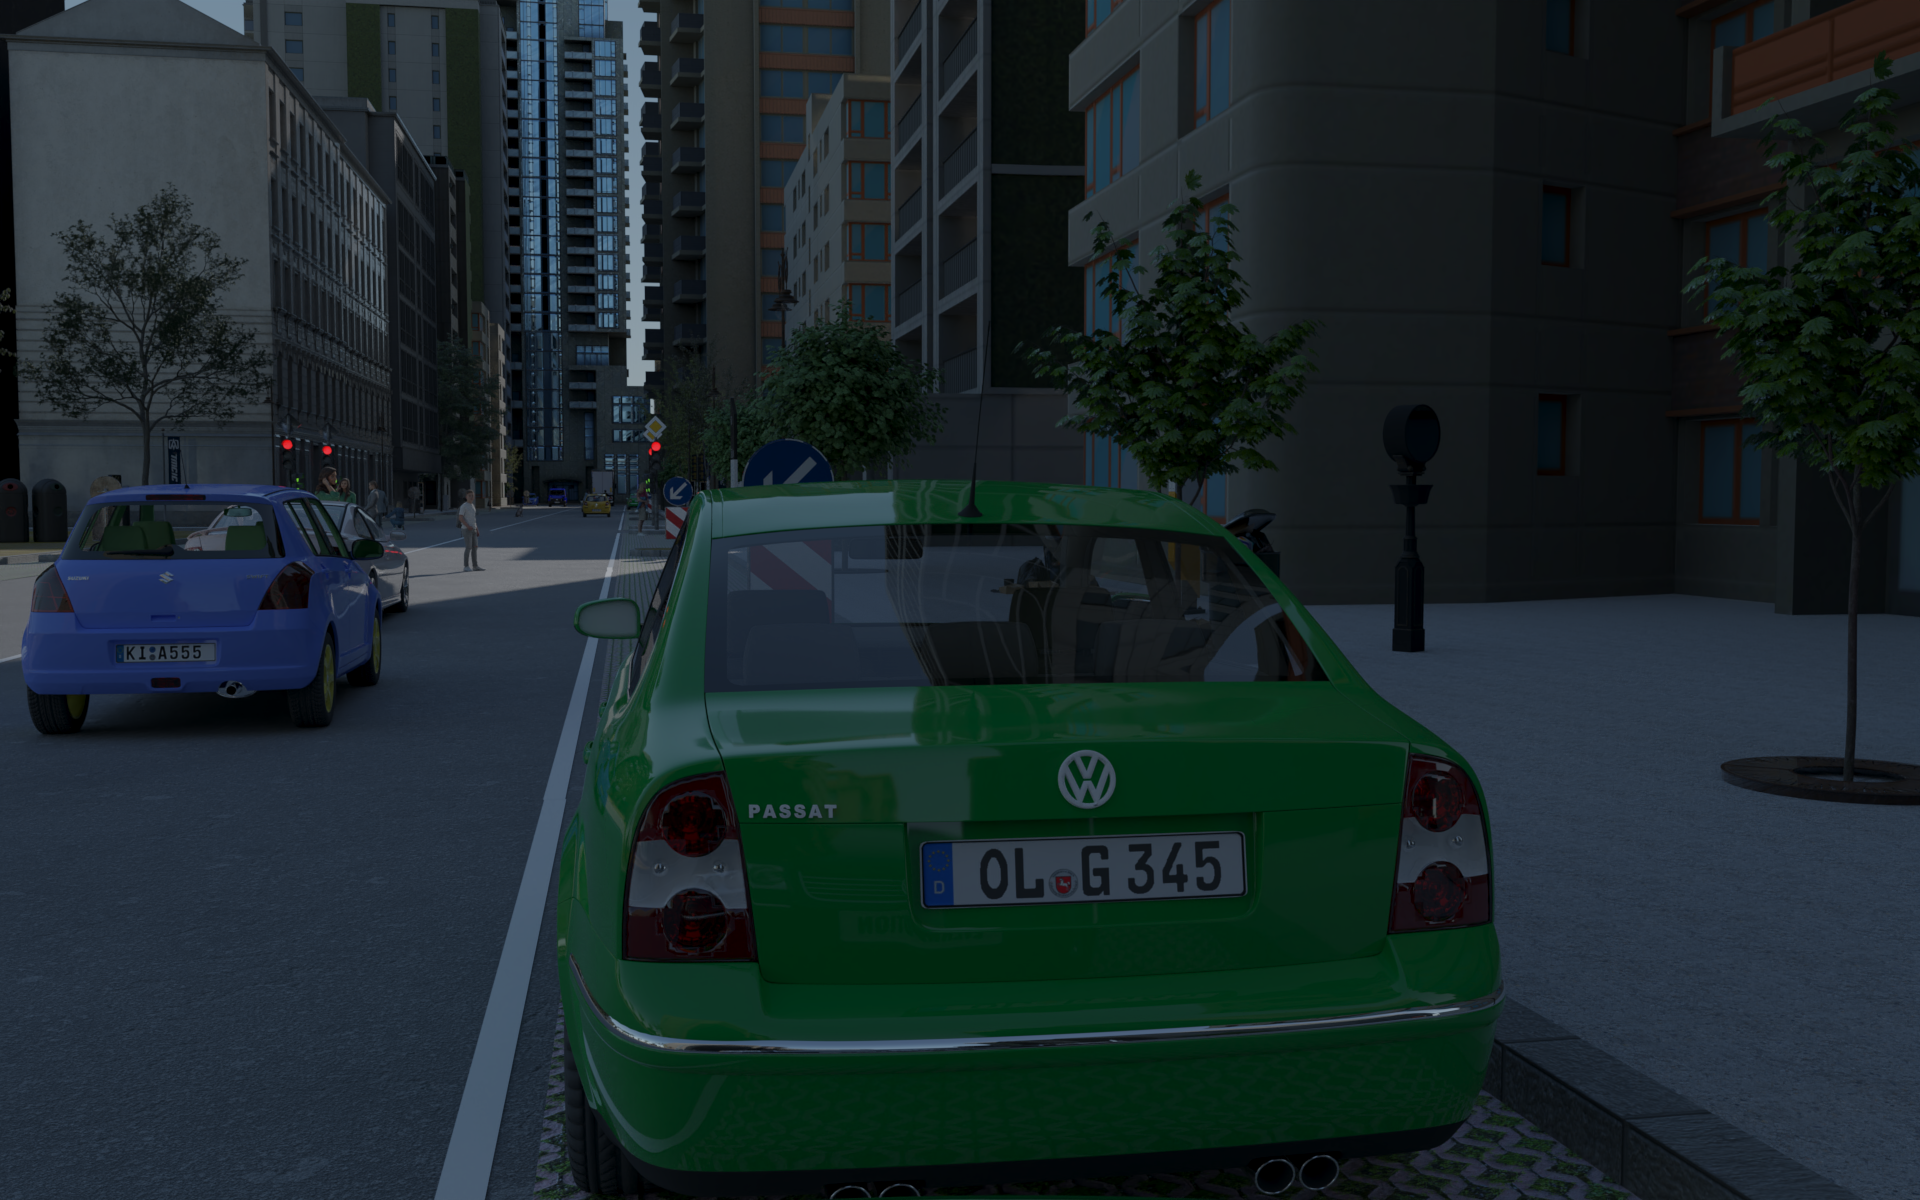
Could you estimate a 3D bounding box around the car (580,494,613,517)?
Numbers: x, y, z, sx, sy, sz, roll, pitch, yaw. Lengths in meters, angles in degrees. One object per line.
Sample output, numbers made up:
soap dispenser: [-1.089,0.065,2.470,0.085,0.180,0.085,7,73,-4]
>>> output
car: [-22.706,-5.995,108.239,2.015,1.641,3.980,-1,4,-12]

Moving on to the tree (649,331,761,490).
tree: [-11.134,-7.799,77.870,4.360,8.622,3.978,0,3,0]

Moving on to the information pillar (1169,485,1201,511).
information pillar: [2.402,-1.654,18.403,0.183,3.616,0.504,3,5,43]

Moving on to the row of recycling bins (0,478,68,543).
row of recycling bins: [-25.485,-2.352,45.571,3.534,1.692,1.069,-2,4,-35]

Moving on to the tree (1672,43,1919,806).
tree: [4.046,-0.788,7.491,1.663,3.219,1.824,0,3,0]

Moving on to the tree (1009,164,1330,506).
tree: [1.408,-0.954,10.206,1.663,3.219,1.824,0,3,0]

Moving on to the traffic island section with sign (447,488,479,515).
traffic island section with sign: [-34.172,-6.760,119.151,1.989,1.847,2.006,-1,4,-11]

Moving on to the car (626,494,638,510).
car: [-29.379,-9.102,157.605,1.959,1.807,4.718,-1,4,-12]

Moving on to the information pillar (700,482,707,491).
information pillar: [-15.148,-5.980,102.266,0.304,2.012,0.304,1,4,10]

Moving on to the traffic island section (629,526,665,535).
traffic island section: [-10.868,-2.442,62.201,2.009,0.180,2.903,-1,4,-11]

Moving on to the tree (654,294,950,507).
tree: [-1.974,-2.734,28.413,4.285,4.588,4.351,0,3,0]

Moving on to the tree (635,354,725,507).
tree: [-14.457,-8.558,90.283,4.737,8.622,4.395,0,3,0]

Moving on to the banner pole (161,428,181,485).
banner pole: [-30.012,-4.637,65.833,0.401,3.779,0.863,3,5,44]

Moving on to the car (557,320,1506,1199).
car: [-0.156,0.230,5.029,1.959,1.807,4.718,-1,4,-9]

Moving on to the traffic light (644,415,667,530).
traffic light: [-10.909,-4.475,62.079,0.839,4.253,0.868,-1,4,-11]

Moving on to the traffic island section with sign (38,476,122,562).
traffic island section with sign: [-18.500,-1.756,37.332,1.989,1.847,2.006,-1,4,-11]

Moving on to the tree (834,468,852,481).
tree: [-3.294,-2.887,41.796,1.663,3.219,1.824,0,3,0]

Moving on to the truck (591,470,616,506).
truck: [-41.921,-13.135,203.677,2.839,4.237,11.283,-1,4,-10]

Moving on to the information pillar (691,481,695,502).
information pillar: [-14.566,-5.484,94.159,0.304,2.012,0.304,-1,4,-12]

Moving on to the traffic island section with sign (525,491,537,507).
traffic island section with sign: [-48.600,-11.366,194.457,1.989,1.847,2.006,-1,4,-11]

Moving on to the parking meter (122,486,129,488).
parking meter: [-25.183,-2.673,52.119,0.372,1.533,0.369,0,3,0]

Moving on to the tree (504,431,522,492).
tree: [-49.635,-14.523,187.815,4.360,8.622,3.978,0,3,0]

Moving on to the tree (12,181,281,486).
tree: [-23.762,-7.127,50.933,7.601,10.594,8.767,-3,5,-40]

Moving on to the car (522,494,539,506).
car: [-50.945,-11.980,205.462,1.945,1.707,3.694,-1,4,-11]

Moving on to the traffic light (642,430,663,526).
traffic light: [-12.412,-4.954,69.922,0.839,4.253,0.868,-1,4,-11]

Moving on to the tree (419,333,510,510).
tree: [-40.566,-14.000,135.558,9.857,13.997,8.962,0,3,0]

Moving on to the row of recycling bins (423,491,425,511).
row of recycling bins: [-41.740,-7.460,129.078,3.534,1.692,1.069,-1,4,-18]

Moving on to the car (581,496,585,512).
car: [-29.507,-7.793,139.414,2.014,1.417,4.499,-1,4,-9]

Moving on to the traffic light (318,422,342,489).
traffic light: [-24.599,-4.811,67.580,0.839,4.253,0.868,-1,4,-11]

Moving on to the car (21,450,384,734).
car: [-4.968,-0.133,11.760,1.945,1.707,3.694,-1,4,-12]

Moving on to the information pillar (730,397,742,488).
information pillar: [-5.458,-3.088,41.840,0.183,3.616,0.504,-1,4,-17]

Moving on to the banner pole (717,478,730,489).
banner pole: [-13.020,-6.485,96.040,0.863,3.779,0.401,-1,4,-16]

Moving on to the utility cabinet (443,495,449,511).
utility cabinet: [-39.381,-7.433,132.698,0.306,1.237,1.020,-1,4,-10]

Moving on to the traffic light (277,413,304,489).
traffic light: [-23.097,-4.331,59.737,0.839,4.253,0.868,-1,4,-11]

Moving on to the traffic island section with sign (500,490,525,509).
traffic island section with sign: [-43.522,-9.746,167.982,1.989,1.847,2.006,-1,4,-11]

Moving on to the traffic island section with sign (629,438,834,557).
traffic island section with sign: [-1.468,-0.275,13.128,1.989,1.847,2.006,-1,4,-11]

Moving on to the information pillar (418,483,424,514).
information pillar: [-34.217,-6.448,109.918,0.304,2.012,0.304,-1,4,-18]

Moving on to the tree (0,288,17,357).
tree: [-23.991,-5.462,39.671,4.360,8.622,3.978,0,3,0]

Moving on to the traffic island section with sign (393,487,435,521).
traffic island section with sign: [-28.973,-5.101,92.021,1.989,1.847,2.006,-1,4,-11]

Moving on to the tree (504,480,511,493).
tree: [-51.251,-12.227,194.508,1.663,3.219,1.824,0,3,0]
